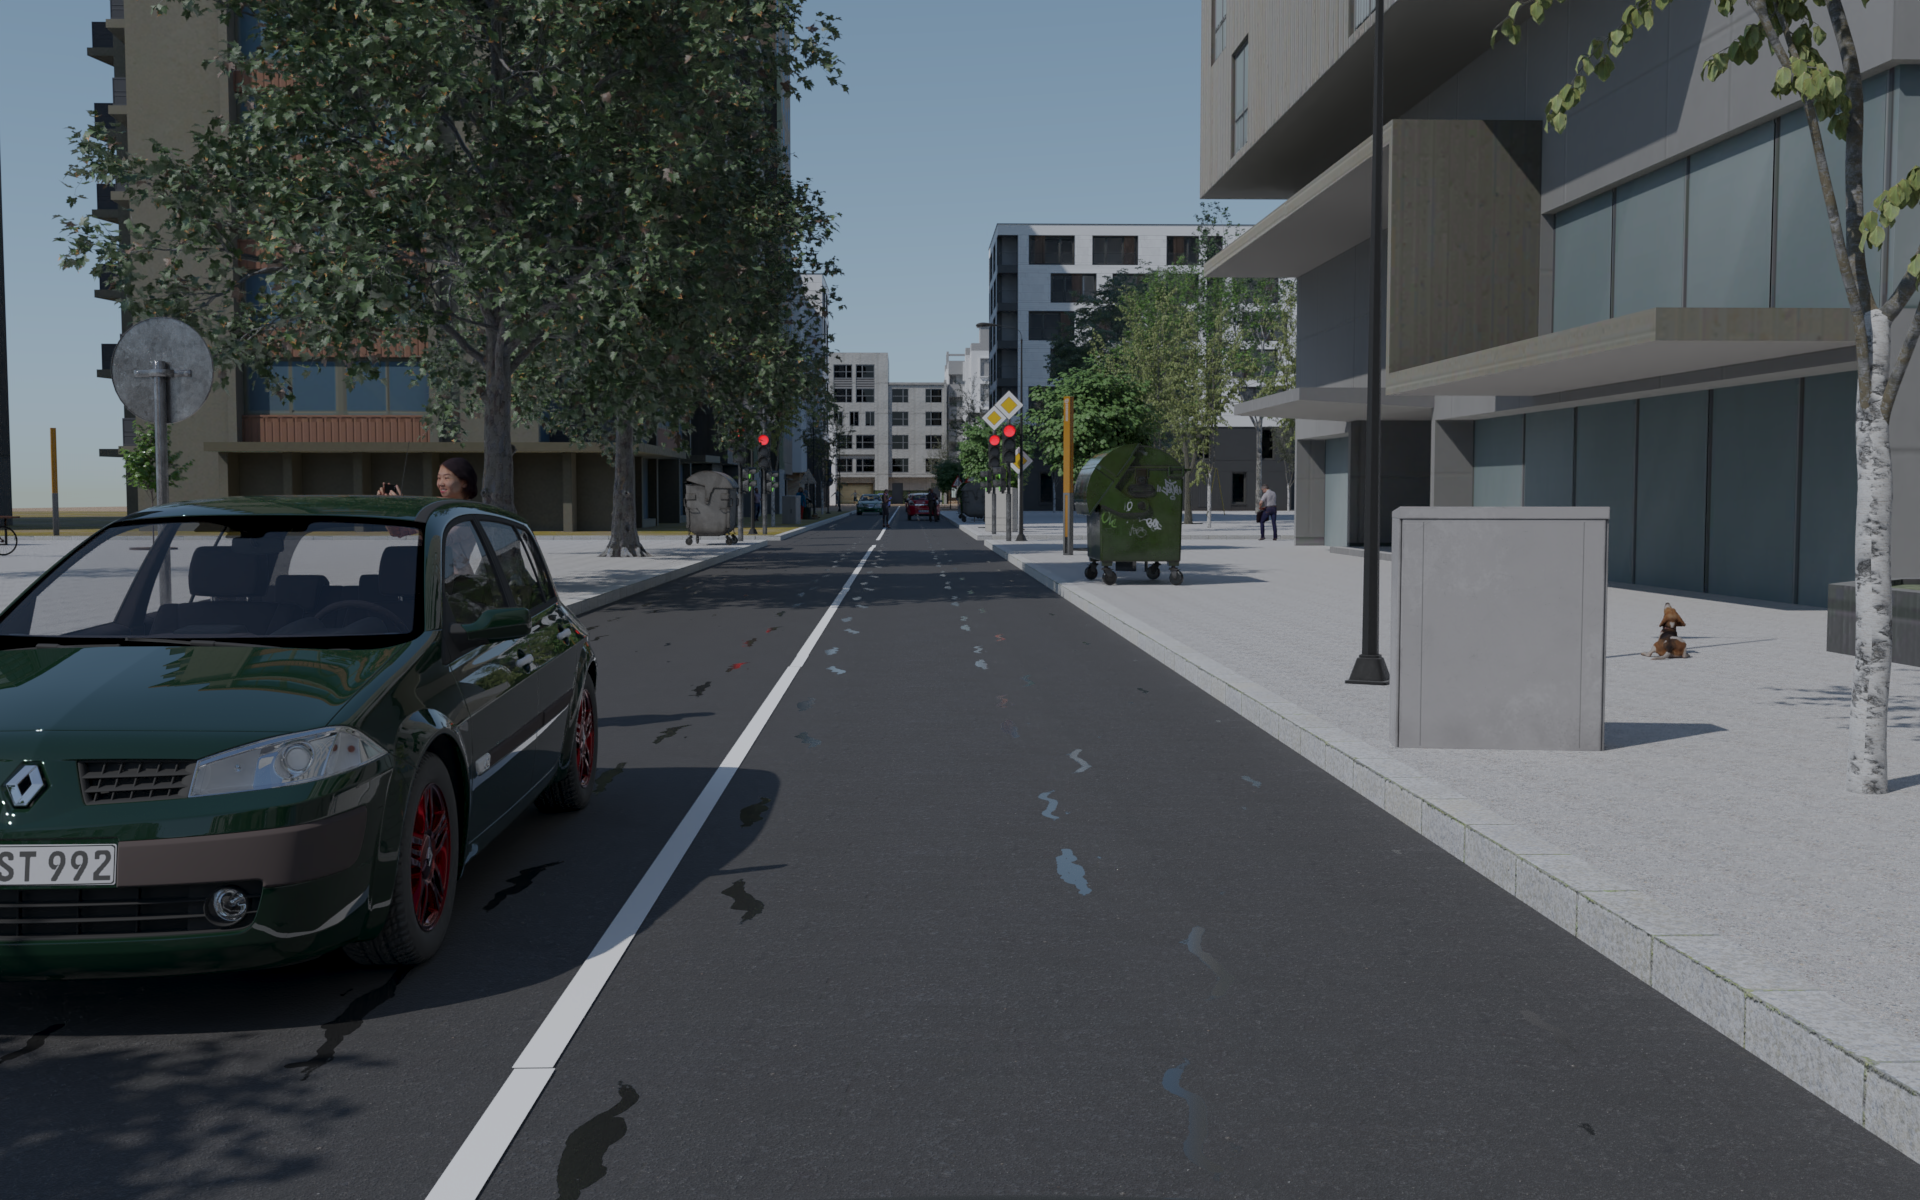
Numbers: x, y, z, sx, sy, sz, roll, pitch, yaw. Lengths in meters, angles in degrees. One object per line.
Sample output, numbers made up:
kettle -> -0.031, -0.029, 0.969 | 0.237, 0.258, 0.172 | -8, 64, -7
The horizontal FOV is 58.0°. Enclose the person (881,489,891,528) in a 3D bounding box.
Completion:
person -> -3.074, -3.870, 73.244 | 0.593, 1.643, 0.415 | 3, 4, 36

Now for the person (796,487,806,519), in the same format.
person -> -7.550, -4.513, 81.527 | 0.593, 1.614, 0.444 | 1, 4, 17

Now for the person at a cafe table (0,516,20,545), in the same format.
person at a cafe table -> -24.733, -1.969, 43.048 | 1.698, 1.238, 1.726 | 1, 4, 19

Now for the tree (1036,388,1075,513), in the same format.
tree -> 7.630, -9.419, 104.367 | 4.360, 8.622, 3.978 | 0, 3, 0

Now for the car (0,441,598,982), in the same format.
car -> -2.497, 0.202, 6.481 | 2.009, 1.686, 4.222 | 0, 4, -2

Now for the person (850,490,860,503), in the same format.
person -> -11.911, -11.644, 197.204 | 1.217, 1.735, 0.721 | -1, 4, -16

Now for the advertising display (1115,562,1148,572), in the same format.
advertising display -> 2.761, -1.441, 28.778 | 0.974, 1.923, 0.123 | 3, 5, 43

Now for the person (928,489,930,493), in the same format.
person -> -2.322, -7.335, 128.296 | 0.599, 1.838, 0.709 | 2, 4, 25

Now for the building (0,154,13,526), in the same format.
building -> -45.626, -17.837, 63.342 | 14.107, 30.474, 14.160 | 0, 4, -2

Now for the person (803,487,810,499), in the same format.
person -> -11.140, -7.301, 125.547 | 0.598, 1.807, 0.434 | 1, 4, 23

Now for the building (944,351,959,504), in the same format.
building -> 3.774, -22.501, 224.317 | 11.380, 20.091, 16.016 | 0, 4, -2

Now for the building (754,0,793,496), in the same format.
building -> -19.189, -28.789, 120.819 | 14.600, 45.320, 14.200 | 0, 4, -2

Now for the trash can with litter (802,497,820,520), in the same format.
trash can with litter -> -7.569, -4.624, 86.984 | 0.624, 1.170, 1.055 | 3, 5, 43

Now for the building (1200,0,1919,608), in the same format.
building -> 19.775, -26.941, 29.731 | 28.713, 52.752, 27.495 | 0, 4, -2

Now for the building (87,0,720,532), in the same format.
building -> -21.842, -25.442, 70.604 | 22.147, 44.769, 28.867 | 0, 4, -2

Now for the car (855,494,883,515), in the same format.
car -> -6.161, -6.594, 119.606 | 2.131, 1.459, 4.920 | 0, 4, 0

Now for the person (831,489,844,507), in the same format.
person -> -12.625, -10.512, 177.998 | 1.350, 1.814, 0.705 | -1, 4, -9

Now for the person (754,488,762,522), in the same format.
person -> -9.488, -4.463, 80.970 | 0.435, 1.587, 0.963 | 2, 4, 30

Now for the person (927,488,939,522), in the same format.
person -> -1.373, -4.891, 89.153 | 0.600, 1.739, 0.565 | 3, 4, 37

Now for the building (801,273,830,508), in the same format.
building -> -26.572, -19.196, 157.822 | 27.936, 21.610, 32.646 | 0, 4, -2

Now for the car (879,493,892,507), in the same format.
car -> -8.329, -10.843, 186.868 | 1.945, 1.707, 3.694 | 0, 4, -2

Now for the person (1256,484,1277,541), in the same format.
person -> 8.463, -2.417, 47.777 | 0.614, 1.554, 0.590 | -2, 4, -35

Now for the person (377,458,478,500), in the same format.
person -> -3.082, -0.008, 10.087 | 0.566, 1.644, 0.517 | -1, 4, -15

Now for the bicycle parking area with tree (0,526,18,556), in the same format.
bicycle parking area with tree -> -24.418, -2.871, 33.940 | 8.231, 4.147, 9.016 | 2, 4, 35

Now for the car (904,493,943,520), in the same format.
car -> -2.021, -5.295, 95.613 | 2.155, 1.783, 4.494 | 0, 4, -2

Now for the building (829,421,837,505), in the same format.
building -> -28.225, -15.714, 199.067 | 28.070, 9.664, 9.099 | 0, 4, -2

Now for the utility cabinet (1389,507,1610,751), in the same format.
utility cabinet -> 2.724, 0.144, 8.801 | 1.020, 1.237, 0.306 | 0, 4, 7

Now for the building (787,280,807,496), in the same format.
building -> -20.000, -17.080, 135.671 | 16.016, 20.091, 11.380 | 0, 4, -2

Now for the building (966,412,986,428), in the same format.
building -> 5.591, -14.440, 178.247 | 9.099, 9.664, 28.070 | 0, 4, -2

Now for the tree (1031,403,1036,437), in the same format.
tree -> 6.621, -10.293, 118.649 | 4.360, 8.622, 3.978 | 0, 3, 0

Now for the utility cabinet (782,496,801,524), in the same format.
utility cabinet -> -7.205, -3.840, 73.941 | 0.306, 1.237, 1.020 | -3, 5, -39

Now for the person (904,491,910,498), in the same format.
person -> -5.455, -10.719, 184.548 | 1.217, 1.735, 0.721 | 1, 4, 22

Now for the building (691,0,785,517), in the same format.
building -> -18.452, -20.517, 107.160 | 14.160, 30.474, 14.107 | 0, 4, -2

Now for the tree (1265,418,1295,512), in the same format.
tree -> 24.112, -10.752, 126.157 | 4.360, 8.622, 3.978 | 0, 3, 0

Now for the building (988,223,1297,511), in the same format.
building -> 16.248, -18.571, 147.607 | 27.936, 21.610, 32.646 | 0, 4, -2

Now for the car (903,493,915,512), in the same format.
car -> -3.428, -7.850, 137.384 | 2.155, 1.783, 4.494 | 0, 4, -3

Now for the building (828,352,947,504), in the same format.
building -> -17.678, -21.906, 224.615 | 31.486, 18.905, 16.747 | 0, 4, -2

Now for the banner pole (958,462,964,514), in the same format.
banner pole -> 0.152, -7.398, 110.981 | 0.863, 3.779, 0.401 | 1, 4, 20

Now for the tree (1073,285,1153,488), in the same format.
tree -> 6.429, -6.663, 59.297 | 4.737, 8.622, 4.395 | 0, 3, 0

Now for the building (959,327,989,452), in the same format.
building -> 8.392, -20.892, 198.001 | 16.016, 20.091, 11.380 | 0, 4, -2

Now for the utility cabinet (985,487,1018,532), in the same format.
utility cabinet -> 1.403, -3.045, 58.457 | 1.173, 1.500, 0.318 | 3, 5, 40

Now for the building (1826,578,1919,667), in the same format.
building -> 17.028, -28.114, 1.657 | 21.231, 58.520, 28.212 | 0, 4, -2
